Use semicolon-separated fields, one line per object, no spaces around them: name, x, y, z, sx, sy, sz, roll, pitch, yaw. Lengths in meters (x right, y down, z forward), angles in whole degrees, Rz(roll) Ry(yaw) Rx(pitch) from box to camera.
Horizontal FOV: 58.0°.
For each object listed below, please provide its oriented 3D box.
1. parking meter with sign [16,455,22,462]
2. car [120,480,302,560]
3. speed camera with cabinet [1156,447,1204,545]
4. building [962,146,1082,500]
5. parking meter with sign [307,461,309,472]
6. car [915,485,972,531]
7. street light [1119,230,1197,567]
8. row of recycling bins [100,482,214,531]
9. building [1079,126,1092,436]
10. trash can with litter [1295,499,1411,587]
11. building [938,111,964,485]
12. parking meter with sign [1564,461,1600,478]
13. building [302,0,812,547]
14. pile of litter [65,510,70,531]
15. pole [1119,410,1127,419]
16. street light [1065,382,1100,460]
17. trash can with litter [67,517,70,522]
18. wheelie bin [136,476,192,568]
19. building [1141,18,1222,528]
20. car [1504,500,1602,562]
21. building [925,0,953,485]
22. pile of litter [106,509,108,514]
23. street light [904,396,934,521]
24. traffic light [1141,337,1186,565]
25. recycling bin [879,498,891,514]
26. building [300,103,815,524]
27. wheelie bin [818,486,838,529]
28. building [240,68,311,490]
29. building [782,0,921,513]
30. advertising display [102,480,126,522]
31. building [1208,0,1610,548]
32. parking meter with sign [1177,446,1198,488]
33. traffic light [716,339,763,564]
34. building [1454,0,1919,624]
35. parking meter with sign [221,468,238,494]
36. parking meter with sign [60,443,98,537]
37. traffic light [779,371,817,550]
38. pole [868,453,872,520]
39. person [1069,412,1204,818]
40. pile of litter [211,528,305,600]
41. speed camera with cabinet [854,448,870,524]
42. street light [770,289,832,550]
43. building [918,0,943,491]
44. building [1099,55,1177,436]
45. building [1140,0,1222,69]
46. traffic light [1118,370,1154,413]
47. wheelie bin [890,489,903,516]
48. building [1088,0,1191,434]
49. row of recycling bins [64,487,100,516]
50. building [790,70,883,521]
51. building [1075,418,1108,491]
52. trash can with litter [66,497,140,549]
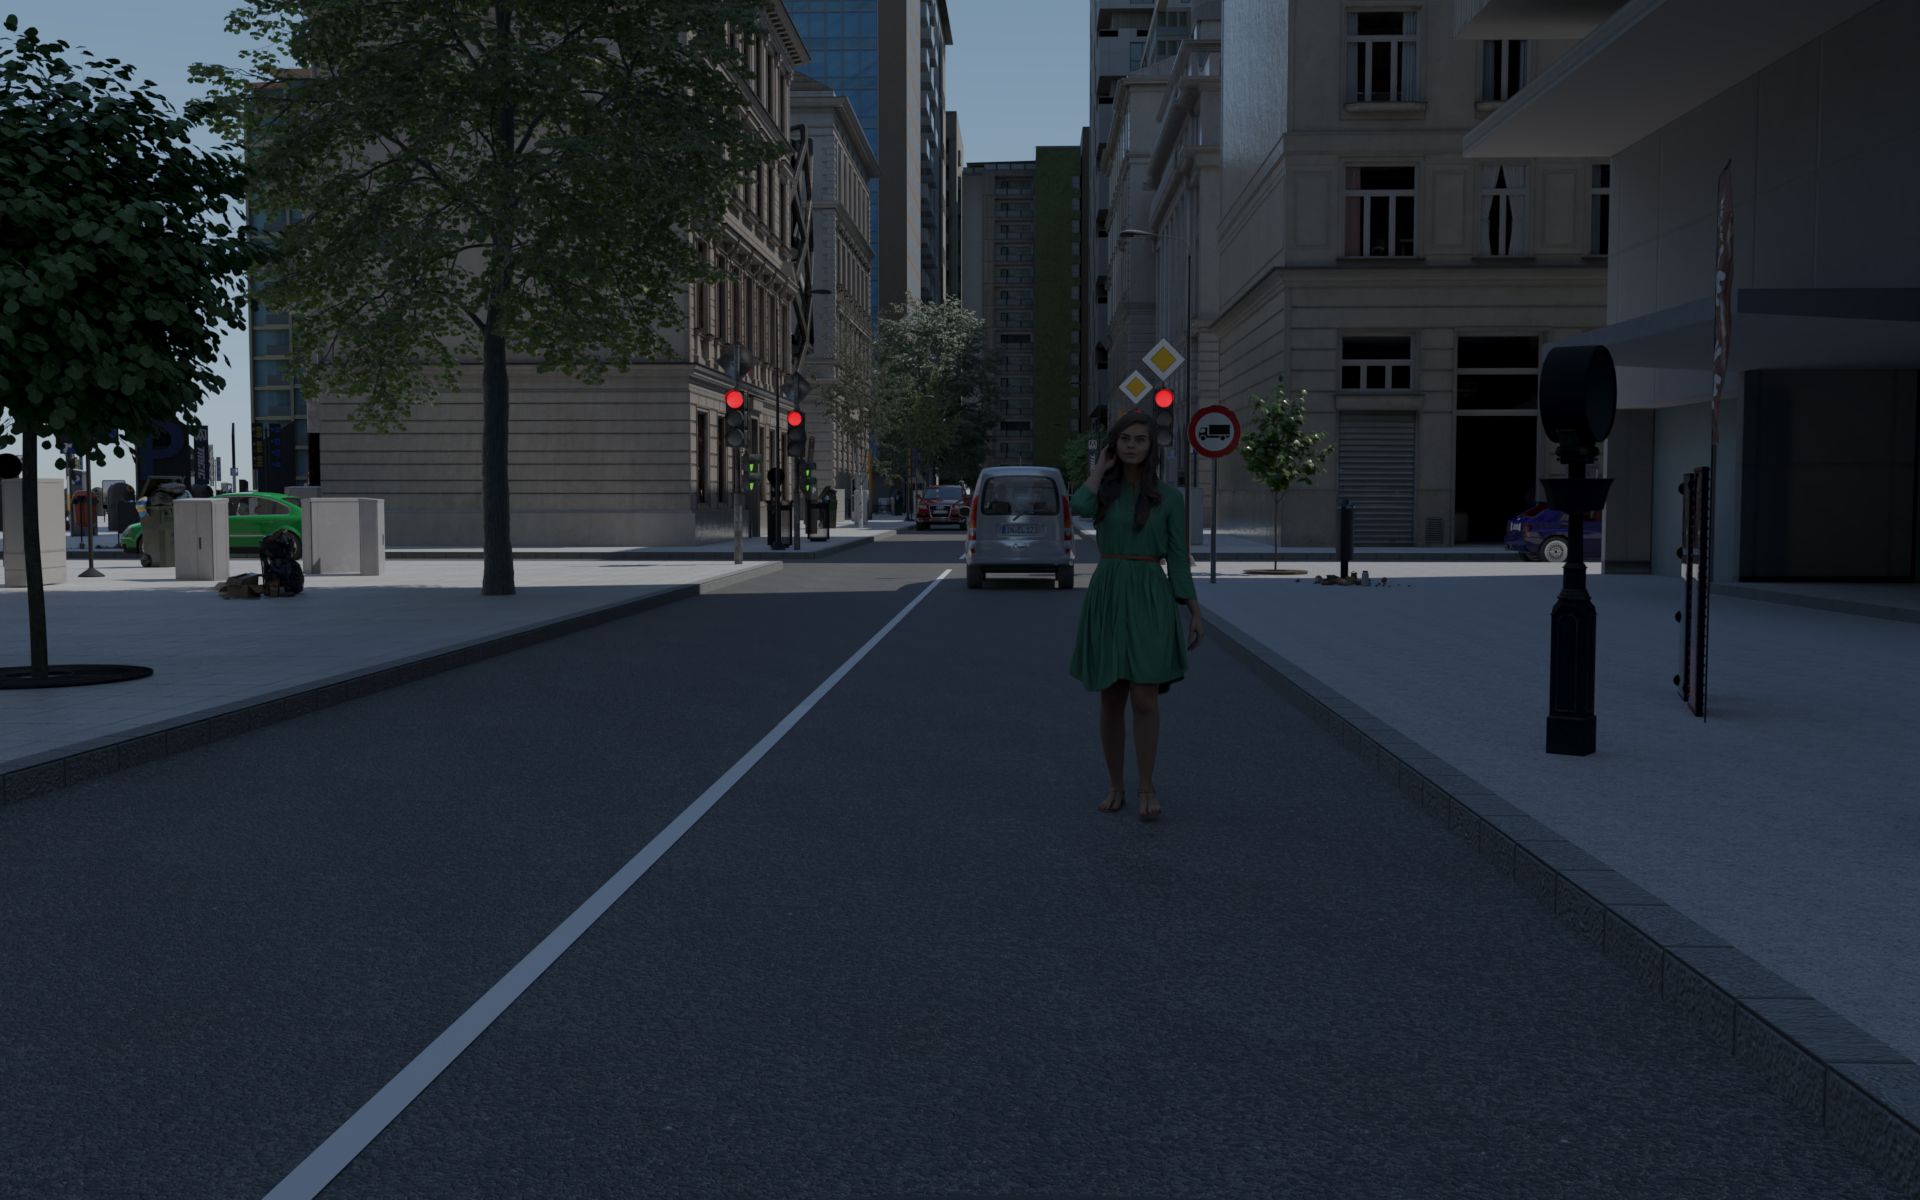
parking meter with sign;-41.430;-4.914;76.609;0.543;3.016;1.738;-2;4;-28
car;-15.232;-1.696;36.533;4.718;1.807;1.959;0;4;2
speed camera with cabinet;5.355;-2.988;43.185;0.660;3.252;2.038;3;4;36
building;7.253;-31.979;206.456;14.086;41.232;14.154;0;4;2
parking meter with sign;-34.177;-5.823;91.471;0.543;3.016;1.738;-1;4;-19
car;-0.607;-3.726;69.599;2.281;1.827;5.304;0;4;4
street light;3.495;-3.551;30.607;1.470;5.913;1.316;0;4;2
row of recycling bins;-28.381;-3.328;61.519;3.534;1.692;1.069;-3;5;-43
building;21.401;-34.011;206.190;14.200;45.320;14.600;0;4;2
trash can with litter;5.694;-0.850;24.957;1.678;1.210;2.233;1;4;18
building;-10.443;-35.875;210.263;21.600;48.544;21.300;0;4;2
parking meter with sign;14.194;-2.649;39.568;1.738;3.016;0.543;2;4;31
building;-10.783;-11.388;50.822;10.561;19.102;19.286;0;4;2
pile of litter;-31.622;-2.899;61.365;1.176;0.858;1.719;-2;4;-33
pole;3.972;-2.962;42.265;0.158;3.312;0.155;0;3;0
street light;5.221;-6.059;71.606;1.470;5.913;1.316;0;4;2
trash can with litter;-38.304;-3.909;75.299;0.624;1.170;1.055;1;4;20
wheelie bin;-13.923;-1.377;30.424;0.693;1.594;0.980;2;4;30
building;15.353;-14.341;76.271;13.314;21.916;24.055;0;4;2
car;13.065;-1.359;34.795;3.894;1.354;1.945;0;4;3
building;-15.021;-35.800;174.571;27.495;52.752;28.713;0;4;2
pile of litter;-54.571;-5.905;110.508;1.176;0.858;1.719;-1;4;-9
street light;-1.937;-6.690;81.929;1.470;5.913;1.316;0;4;2
traffic light;3.630;-2.586;31.205;0.839;4.253;0.868;0;4;2
recycling bin;-4.948;-6.224;114.323;0.722;1.027;0.722;0;4;8
building;-14.434;-12.328;69.007;16.820;18.784;16.811;0;4;2
wheelie bin;-4.923;-3.468;64.607;0.693;1.594;0.980;-1;4;-20
building;-57.186;-32.073;179.019;28.867;44.769;22.147;0;4;2
building;-10.110;-28.830;121.484;14.600;45.320;14.200;0;4;2
advertising display;-38.320;-4.481;78.479;0.974;1.923;0.123;-1;4;-21
building;22.244;-13.114;47.690;30.059;22.955;16.112;0;4;2
parking meter with sign;6.444;-3.374;51.420;1.738;3.016;0.543;-3;5;-42
traffic light;-4.026;-2.604;31.494;0.839;4.253;0.868;0;4;2
building;20.885;-25.954;13.590;28.713;52.752;27.495;0;4;2
parking meter with sign;-48.547;-7.243;114.686;1.738;3.016;0.543;2;4;32
parking meter with sign;-26.727;-3.448;52.633;0.543;3.016;1.738;-1;4;-9
traffic light;-3.707;-3.092;39.473;0.839;4.253;0.868;0;4;2
pole;-4.424;-5.581;85.091;0.158;3.312;0.155;0;3;0
person;0.775;0.062;7.736;0.600;1.795;0.529;0;3;0
pile of litter;-8.853;-0.478;21.784;1.176;0.858;1.719;0;4;4
speed camera with cabinet;-4.212;-4.887;74.246;0.660;3.252;2.038;0;4;-1
street light;-3.606;-4.087;39.360;1.470;5.913;1.316;0;4;2
building;-13.352;-32.069;143.943;23.786;49.044;30.456;0;4;2
building;14.805;-18.571;100.900;12.463;27.353;25.104;0;4;2
building;26.270;-26.619;127.105;32.217;40.220;23.993;0;4;2
traffic light;3.949;-3.074;39.184;0.839;4.253;0.868;0;4;2
wheelie bin;-3.740;-5.827;103.175;0.693;1.594;0.980;-2;4;-23
building;25.212;-34.449;152.480;28.713;52.752;27.495;0;4;2
row of recycling bins;-51.142;-5.694;100.215;3.534;1.692;1.069;0;4;6
building;-10.475;-16.133;92.651;11.050;23.489;19.941;0;4;2
building;21.964;-45.127;176.074;20.563;71.187;20.611;0;4;2
trash can with litter;-20.060;-1.825;40.897;2.233;1.210;1.678;-3;5;-41
